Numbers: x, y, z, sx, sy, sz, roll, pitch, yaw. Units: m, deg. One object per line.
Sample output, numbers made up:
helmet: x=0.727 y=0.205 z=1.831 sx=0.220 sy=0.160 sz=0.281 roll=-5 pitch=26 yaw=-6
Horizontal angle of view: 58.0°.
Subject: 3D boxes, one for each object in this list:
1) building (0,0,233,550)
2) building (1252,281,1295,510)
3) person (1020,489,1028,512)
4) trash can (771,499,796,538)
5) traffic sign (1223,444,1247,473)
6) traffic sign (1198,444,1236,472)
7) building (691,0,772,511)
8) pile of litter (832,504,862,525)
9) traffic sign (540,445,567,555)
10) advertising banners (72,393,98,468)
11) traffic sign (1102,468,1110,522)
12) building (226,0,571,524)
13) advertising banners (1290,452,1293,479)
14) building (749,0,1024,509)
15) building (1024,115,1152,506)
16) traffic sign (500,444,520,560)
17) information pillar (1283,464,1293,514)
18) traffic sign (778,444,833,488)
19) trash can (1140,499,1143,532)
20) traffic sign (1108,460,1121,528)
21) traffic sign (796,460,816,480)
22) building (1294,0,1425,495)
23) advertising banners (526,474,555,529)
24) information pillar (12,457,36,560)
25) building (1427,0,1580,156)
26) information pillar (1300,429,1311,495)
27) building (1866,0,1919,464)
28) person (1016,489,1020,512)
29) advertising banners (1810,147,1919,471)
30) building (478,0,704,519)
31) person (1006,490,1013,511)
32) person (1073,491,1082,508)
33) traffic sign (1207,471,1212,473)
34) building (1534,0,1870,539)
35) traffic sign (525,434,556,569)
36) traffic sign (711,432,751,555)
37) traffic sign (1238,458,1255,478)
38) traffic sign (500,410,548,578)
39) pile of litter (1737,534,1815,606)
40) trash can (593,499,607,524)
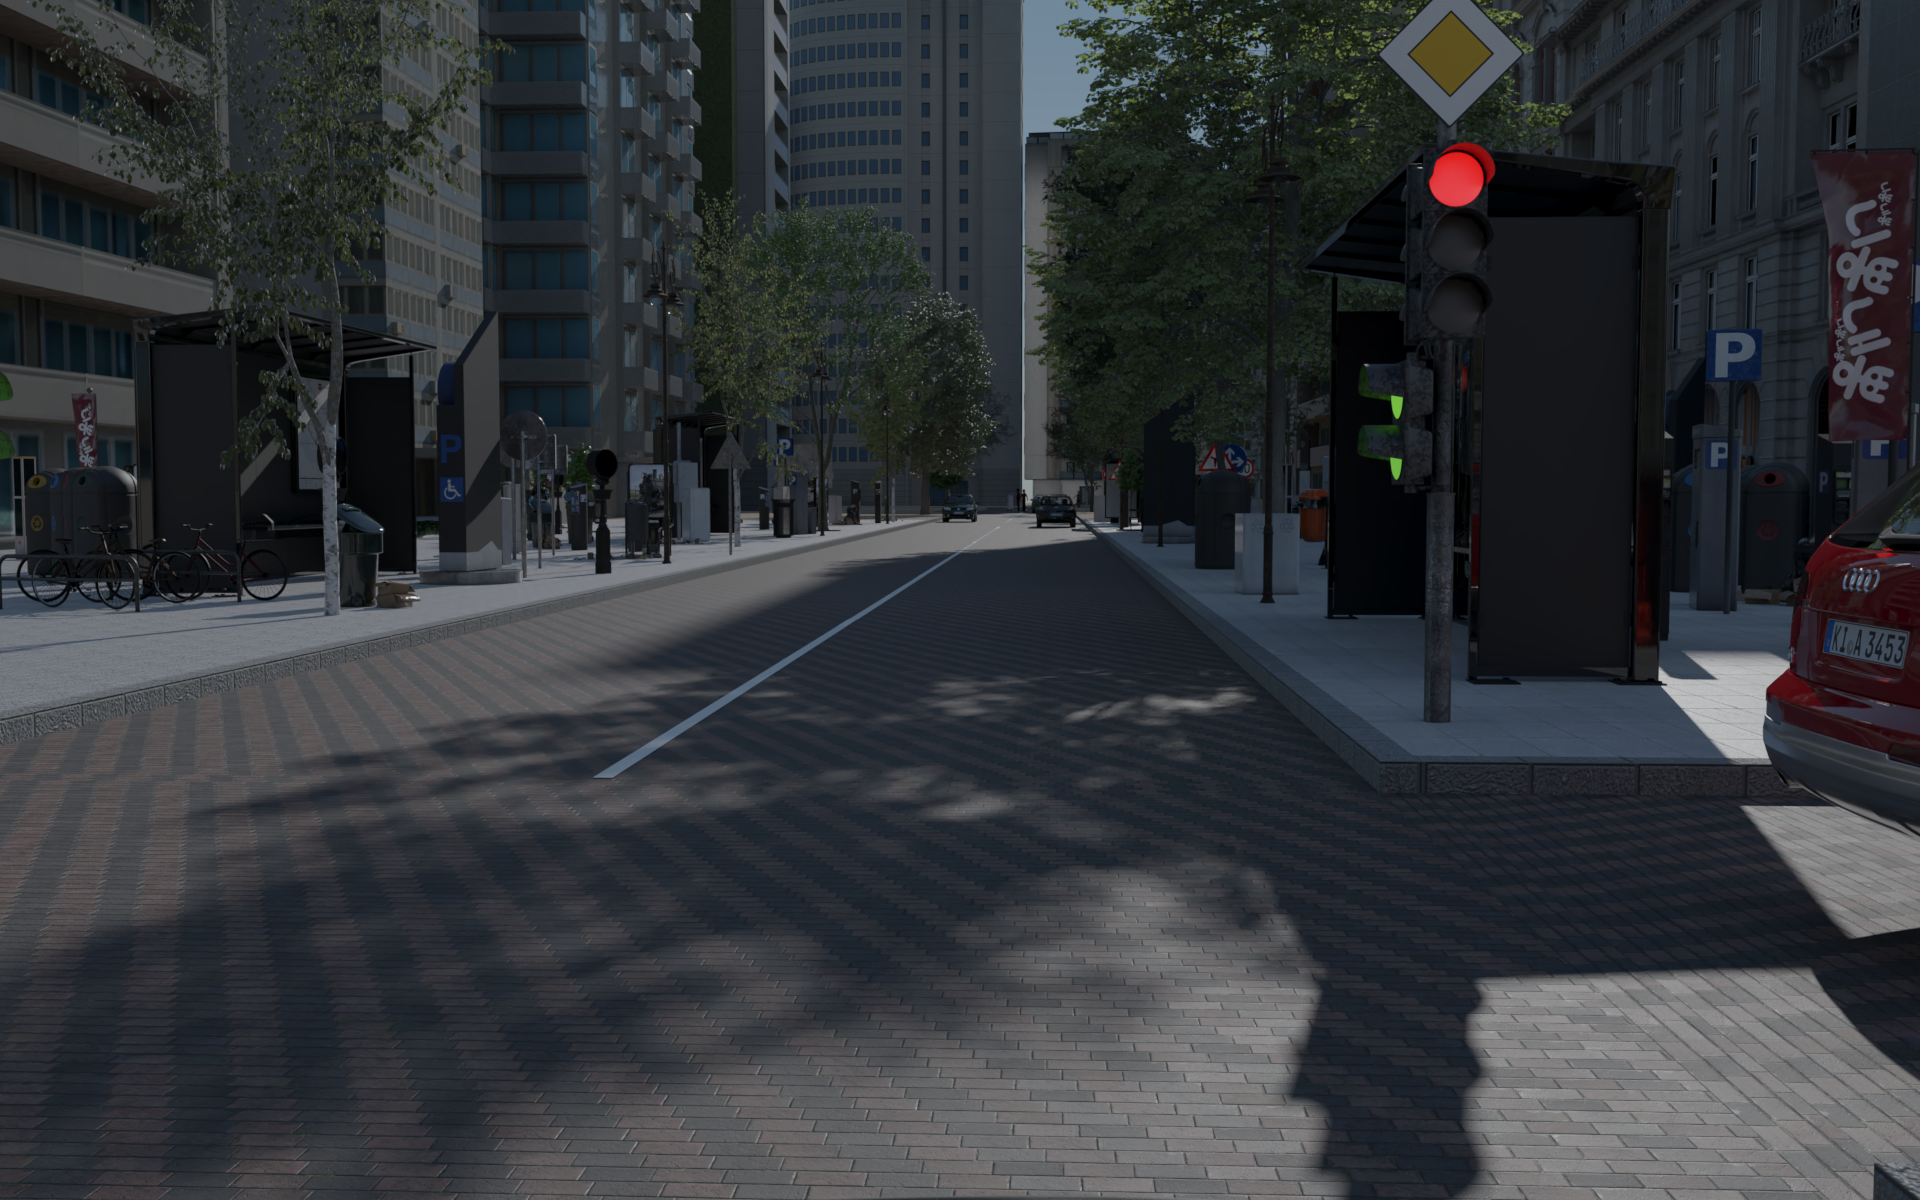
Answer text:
building: x=-31.607 y=-25.319 z=37.667 sx=21.300 sy=48.544 sz=21.600 roll=0 pitch=4 yaw=3
building: x=37.670 y=-17.450 z=130.342 sx=27.650 sy=21.520 sz=28.899 roll=0 pitch=4 yaw=3
person: x=5.052 y=-7.912 z=137.800 sx=0.705 sy=1.831 sz=1.348 roll=-2 pitch=4 yaw=-33
trash can: x=-5.171 y=-2.392 z=50.762 sx=0.748 sy=1.137 sz=0.748 roll=0 pitch=3 yaw=0
traffic sign: x=6.960 y=-2.707 z=44.357 sx=0.768 sy=2.556 sz=0.104 roll=0 pitch=4 yaw=7
traffic sign: x=6.052 y=-2.499 z=40.859 sx=0.884 sy=2.594 sz=0.081 roll=0 pitch=4 yaw=7
building: x=-28.036 y=-36.400 z=137.133 sx=28.212 sy=58.520 sz=21.231 roll=0 pitch=4 yaw=3
pile of litter: x=-4.689 y=-3.550 z=72.013 sx=1.176 sy=0.858 sz=1.719 roll=-1 pitch=4 yaw=-20
traffic sign: x=-8.479 y=-2.077 z=36.082 sx=0.606 sy=2.300 sz=0.079 roll=0 pitch=4 yaw=4
advertising banners: x=-14.495 y=-2.068 z=29.997 sx=2.074 sy=3.025 sz=0.090 roll=1 pitch=4 yaw=16
traffic sign: x=6.795 y=-4.776 z=78.193 sx=0.768 sy=2.556 sz=0.104 roll=0 pitch=4 yaw=6
building: x=-33.290 y=-23.104 z=69.627 sx=32.217 sy=40.220 sz=23.993 roll=0 pitch=4 yaw=3
advertising banners: x=13.692 y=-4.663 z=72.432 sx=0.090 sy=3.025 sz=2.074 roll=0 pitch=4 yaw=-1
building: x=-7.106 y=-39.753 z=191.966 sx=28.212 sy=58.520 sz=21.231 roll=0 pitch=4 yaw=3
building: x=14.001 y=-30.928 z=189.270 sx=14.086 sy=41.232 sz=14.154 roll=0 pitch=4 yaw=3
traffic sign: x=-8.699 y=-2.057 z=33.739 sx=0.768 sy=2.556 sz=0.104 roll=1 pitch=4 yaw=9
information pillar: x=7.827 y=-2.286 z=41.872 sx=0.304 sy=2.012 sz=0.304 roll=3 pitch=4 yaw=38
traffic sign: x=-6.347 y=-4.712 z=70.911 sx=2.265 sy=3.308 sz=0.079 roll=0 pitch=4 yaw=4
trash can: x=6.093 y=-2.673 z=55.363 sx=0.748 sy=1.137 sz=0.748 roll=0 pitch=3 yaw=0
traffic sign: x=6.058 y=-4.016 z=65.663 sx=0.884 sy=2.594 sz=0.081 roll=1 pitch=4 yaw=10
traffic sign: x=-5.785 y=-3.981 z=65.194 sx=0.768 sy=2.556 sz=0.104 roll=0 pitch=4 yaw=5
building: x=32.420 y=-29.340 z=103.412 sx=21.300 sy=48.544 sz=21.600 roll=0 pitch=4 yaw=3
advertising banners: x=-15.557 y=-4.074 z=62.805 sx=2.074 sy=3.025 sz=0.090 roll=-1 pitch=4 yaw=-18
information pillar: x=-18.365 y=-1.807 z=34.037 sx=0.304 sy=2.012 sz=0.304 roll=2 pitch=4 yaw=28
building: x=27.800 y=-17.378 z=71.517 sx=14.401 sy=28.519 sz=23.554 roll=0 pitch=4 yaw=3
information pillar: x=12.320 y=-4.316 z=61.918 sx=0.183 sy=3.616 sz=0.504 roll=-2 pitch=4 yaw=-29
building: x=33.358 y=-12.779 z=28.008 sx=30.058 sy=24.678 sz=14.314 roll=0 pitch=4 yaw=3
person: x=4.507 y=-7.761 z=135.022 sx=0.705 sy=1.869 sz=1.348 roll=0 pitch=4 yaw=3
advertising banners: x=5.348 y=-0.770 z=8.771 sx=2.074 sy=3.025 sz=0.090 roll=0 pitch=4 yaw=7
building: x=-27.806 y=-29.477 z=101.559 sx=23.786 sy=49.044 sz=30.456 roll=0 pitch=4 yaw=3
person: x=4.308 y=-8.539 z=148.787 sx=0.621 sy=1.740 sz=0.551 roll=3 pitch=5 yaw=42
person: x=11.232 y=-9.537 z=165.138 sx=0.721 sy=1.735 sz=1.217 roll=-3 pitch=5 yaw=-41
traffic sign: x=10.228 y=-4.203 z=69.900 sx=0.795 sy=2.450 sz=0.064 roll=0 pitch=4 yaw=4
building: x=25.870 y=-12.613 z=48.028 sx=13.314 sy=21.916 sz=24.055 roll=0 pitch=4 yaw=3
traffic sign: x=-7.223 y=-1.688 z=29.733 sx=0.606 sy=2.300 sz=0.079 roll=1 pitch=4 yaw=12
traffic sign: x=-4.827 y=-2.226 z=36.392 sx=0.884 sy=2.594 sz=0.081 roll=1 pitch=4 yaw=13
traffic sign: x=9.794 y=-3.652 z=59.822 sx=0.768 sy=2.556 sz=0.104 roll=0 pitch=4 yaw=7
traffic sign: x=-6.667 y=-1.610 z=26.428 sx=0.768 sy=2.556 sz=0.104 roll=0 pitch=4 yaw=7
pile of litter: x=9.714 y=-0.376 z=20.120 sx=1.176 sy=0.858 sz=1.719 roll=1 pitch=4 yaw=8
trash can: x=-15.526 y=-3.854 z=74.661 sx=0.748 sy=1.137 sz=0.748 roll=0 pitch=3 yaw=0
